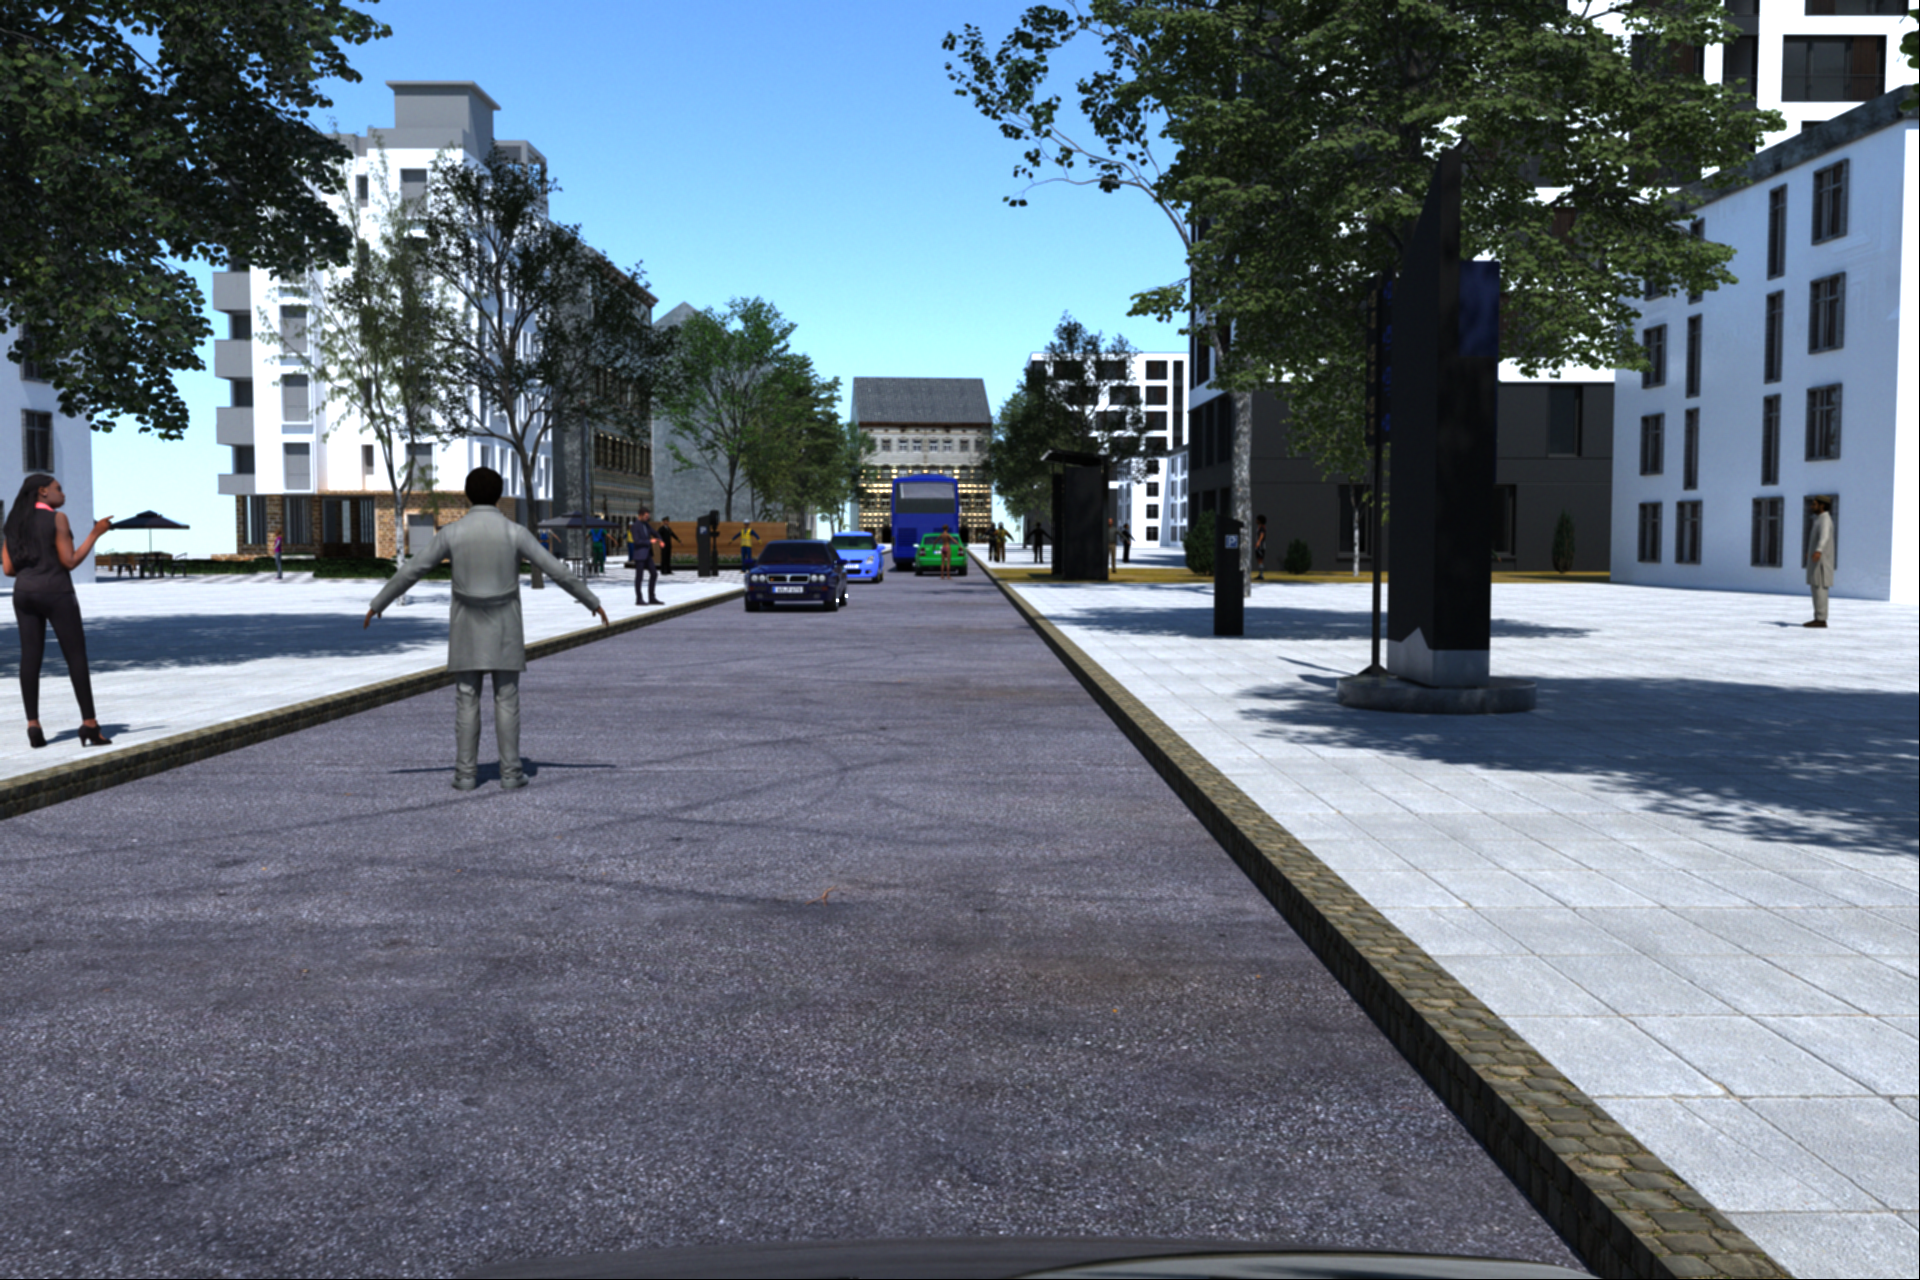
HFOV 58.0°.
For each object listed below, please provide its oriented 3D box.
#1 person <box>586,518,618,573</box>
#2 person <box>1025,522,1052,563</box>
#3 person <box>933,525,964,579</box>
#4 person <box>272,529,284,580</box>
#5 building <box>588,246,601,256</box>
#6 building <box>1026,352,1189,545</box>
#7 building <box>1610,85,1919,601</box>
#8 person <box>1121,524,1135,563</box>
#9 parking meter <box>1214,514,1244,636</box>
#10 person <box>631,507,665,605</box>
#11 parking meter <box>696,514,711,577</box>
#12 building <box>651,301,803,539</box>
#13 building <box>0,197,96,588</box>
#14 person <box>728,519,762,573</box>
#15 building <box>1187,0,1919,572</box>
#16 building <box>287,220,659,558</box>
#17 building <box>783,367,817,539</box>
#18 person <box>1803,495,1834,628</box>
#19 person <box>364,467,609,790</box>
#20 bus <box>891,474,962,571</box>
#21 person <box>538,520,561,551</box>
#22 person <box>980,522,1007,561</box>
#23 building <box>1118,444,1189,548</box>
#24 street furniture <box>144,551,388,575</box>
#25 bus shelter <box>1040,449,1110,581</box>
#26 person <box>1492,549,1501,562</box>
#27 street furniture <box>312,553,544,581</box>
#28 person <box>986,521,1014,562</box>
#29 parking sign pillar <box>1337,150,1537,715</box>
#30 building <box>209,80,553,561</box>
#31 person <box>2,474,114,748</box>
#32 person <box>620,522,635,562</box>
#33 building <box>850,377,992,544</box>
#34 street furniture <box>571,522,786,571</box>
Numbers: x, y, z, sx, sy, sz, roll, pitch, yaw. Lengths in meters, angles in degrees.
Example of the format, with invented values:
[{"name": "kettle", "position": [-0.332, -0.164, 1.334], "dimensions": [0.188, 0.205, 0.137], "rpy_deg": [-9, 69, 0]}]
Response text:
[{"name": "person", "position": [-11.773, -3.085, 56.574], "dimensions": [1.347, 1.817, 0.704], "rpy_deg": [2, 4, 24]}, {"name": "person", "position": [3.483, -4.304, 76.553], "dimensions": [1.347, 1.806, 0.705], "rpy_deg": [1, 4, 18]}, {"name": "person", "position": [-0.399, -2.800, 55.034], "dimensions": [1.217, 1.733, 0.721], "rpy_deg": [3, 4, 37]}, {"name": "person", "position": [-19.322, -2.427, 48.940], "dimensions": [0.599, 1.433, 0.991], "rpy_deg": [-1, 4, -15]}, {"name": "building", "position": [-29.292, -15.829, 115.222], "dimensions": [16.016, 20.090, 11.380], "rpy_deg": [0, 4, 0]}, {"name": "building", "position": [21.886, -22.460, 211.202], "dimensions": [27.936, 21.610, 32.646], "rpy_deg": [0, 4, 0]}, {"name": "building", "position": [22.136, -5.540, 32.721], "dimensions": [9.099, 9.664, 28.070], "rpy_deg": [0, 4, -1]}, {"name": "person", "position": [7.372, -4.237, 75.989], "dimensions": [0.721, 1.740, 1.216], "rpy_deg": [2, 4, 35]}, {"name": "parking meter", "position": [3.412, -0.828, 21.955], "dimensions": [0.372, 1.533, 0.369], "rpy_deg": [0, 3, 0]}, {"name": "person", "position": [-5.576, -1.509, 31.167], "dimensions": [0.568, 1.767, 0.683], "rpy_deg": [1, 4, 20]}, {"name": "parking meter", "position": [-7.666, -2.816, 51.760], "dimensions": [0.399, 1.863, 0.255], "rpy_deg": [0, 4, 1]}, {"name": "building", "position": [-25.906, -20.914, 172.874], "dimensions": [19.493, 23.208, 18.063], "rpy_deg": [0, 4, 0]}, {"name": "building", "position": [-23.422, -5.444, 31.153], "dimensions": [9.099, 9.664, 28.070], "rpy_deg": [0, 4, 1]}, {"name": "person", "position": [-7.036, -3.078, 56.790], "dimensions": [1.216, 1.772, 0.721], "rpy_deg": [1, 4, 21]}, {"name": "building", "position": [23.442, -14.095, 74.429], "dimensions": [27.936, 21.610, 32.646], "rpy_deg": [0, 4, 0]}, {"name": "building", "position": [-29.189, -16.630, 102.833], "dimensions": [19.493, 23.208, 18.063], "rpy_deg": [0, 4, 0]}, {"name": "building", "position": [-26.251, -20.347, 199.133], "dimensions": [16.747, 18.905, 31.486], "rpy_deg": [0, 4, 0]}, {"name": "person", "position": [11.819, -1.087, 23.859], "dimensions": [0.704, 1.819, 1.344], "rpy_deg": [1, 4, 23]}, {"name": "person", "position": [-2.672, -0.070, 9.780], "dimensions": [1.347, 1.806, 0.705], "rpy_deg": [-1, 4, -11]}, {"name": "bus", "position": [-1.329, -4.828, 70.483], "dimensions": [2.896, 3.916, 12.251], "rpy_deg": [0, 4, 0]}, {"name": "person", "position": [-16.798, -3.923, 69.994], "dimensions": [1.347, 1.847, 0.705], "rpy_deg": [-1, 4, -10]}, {"name": "person", "position": [1.579, -4.679, 82.286], "dimensions": [1.354, 1.856, 0.705], "rpy_deg": [-1, 4, -17]}, {"name": "building", "position": [21.679, -14.176, 173.919], "dimensions": [9.099, 9.664, 28.070], "rpy_deg": [0, 4, -1]}, {"name": "street furniture", "position": [-23.565, -2.657, 59.071], "dimensions": [5.734, 0.657, 10.072], "rpy_deg": [1, 4, 21]}, {"name": "bus shelter", "position": [3.343, -3.637, 50.745], "dimensions": [1.731, 3.624, 6.357], "rpy_deg": [0, 4, 0]}, {"name": "person", "position": [9.557, -1.410, 32.259], "dimensions": [0.989, 1.438, 0.599], "rpy_deg": [1, 4, 17]}, {"name": "street furniture", "position": [-15.768, -2.231, 52.095], "dimensions": [5.734, 0.657, 10.072], "rpy_deg": [0, 4, 0]}, {"name": "person", "position": [1.855, -4.484, 79.078], "dimensions": [1.354, 1.858, 0.705], "rpy_deg": [-1, 4, -18]}, {"name": "parking sign pillar", "position": [3.572, -1.494, 12.901], "dimensions": [1.447, 3.967, 1.447], "rpy_deg": [0, 4, -1]}, {"name": "building", "position": [-25.246, -13.291, 73.733], "dimensions": [16.016, 20.090, 11.380], "rpy_deg": [0, 4, -1]}, {"name": "person", "position": [-5.439, -0.181, 10.472], "dimensions": [0.593, 1.643, 0.415], "rpy_deg": [-2, 4, -34]}, {"name": "person", "position": [-14.855, -4.416, 78.175], "dimensions": [1.349, 1.833, 0.705], "rpy_deg": [3, 5, 42]}, {"name": "building", "position": [-5.785, -24.960, 241.483], "dimensions": [18.063, 23.208, 19.493], "rpy_deg": [0, 4, -7]}, {"name": "street furniture", "position": [-7.988, -3.484, 63.814], "dimensions": [11.010, 1.723, 9.812], "rpy_deg": [-2, 4, -26]}]
